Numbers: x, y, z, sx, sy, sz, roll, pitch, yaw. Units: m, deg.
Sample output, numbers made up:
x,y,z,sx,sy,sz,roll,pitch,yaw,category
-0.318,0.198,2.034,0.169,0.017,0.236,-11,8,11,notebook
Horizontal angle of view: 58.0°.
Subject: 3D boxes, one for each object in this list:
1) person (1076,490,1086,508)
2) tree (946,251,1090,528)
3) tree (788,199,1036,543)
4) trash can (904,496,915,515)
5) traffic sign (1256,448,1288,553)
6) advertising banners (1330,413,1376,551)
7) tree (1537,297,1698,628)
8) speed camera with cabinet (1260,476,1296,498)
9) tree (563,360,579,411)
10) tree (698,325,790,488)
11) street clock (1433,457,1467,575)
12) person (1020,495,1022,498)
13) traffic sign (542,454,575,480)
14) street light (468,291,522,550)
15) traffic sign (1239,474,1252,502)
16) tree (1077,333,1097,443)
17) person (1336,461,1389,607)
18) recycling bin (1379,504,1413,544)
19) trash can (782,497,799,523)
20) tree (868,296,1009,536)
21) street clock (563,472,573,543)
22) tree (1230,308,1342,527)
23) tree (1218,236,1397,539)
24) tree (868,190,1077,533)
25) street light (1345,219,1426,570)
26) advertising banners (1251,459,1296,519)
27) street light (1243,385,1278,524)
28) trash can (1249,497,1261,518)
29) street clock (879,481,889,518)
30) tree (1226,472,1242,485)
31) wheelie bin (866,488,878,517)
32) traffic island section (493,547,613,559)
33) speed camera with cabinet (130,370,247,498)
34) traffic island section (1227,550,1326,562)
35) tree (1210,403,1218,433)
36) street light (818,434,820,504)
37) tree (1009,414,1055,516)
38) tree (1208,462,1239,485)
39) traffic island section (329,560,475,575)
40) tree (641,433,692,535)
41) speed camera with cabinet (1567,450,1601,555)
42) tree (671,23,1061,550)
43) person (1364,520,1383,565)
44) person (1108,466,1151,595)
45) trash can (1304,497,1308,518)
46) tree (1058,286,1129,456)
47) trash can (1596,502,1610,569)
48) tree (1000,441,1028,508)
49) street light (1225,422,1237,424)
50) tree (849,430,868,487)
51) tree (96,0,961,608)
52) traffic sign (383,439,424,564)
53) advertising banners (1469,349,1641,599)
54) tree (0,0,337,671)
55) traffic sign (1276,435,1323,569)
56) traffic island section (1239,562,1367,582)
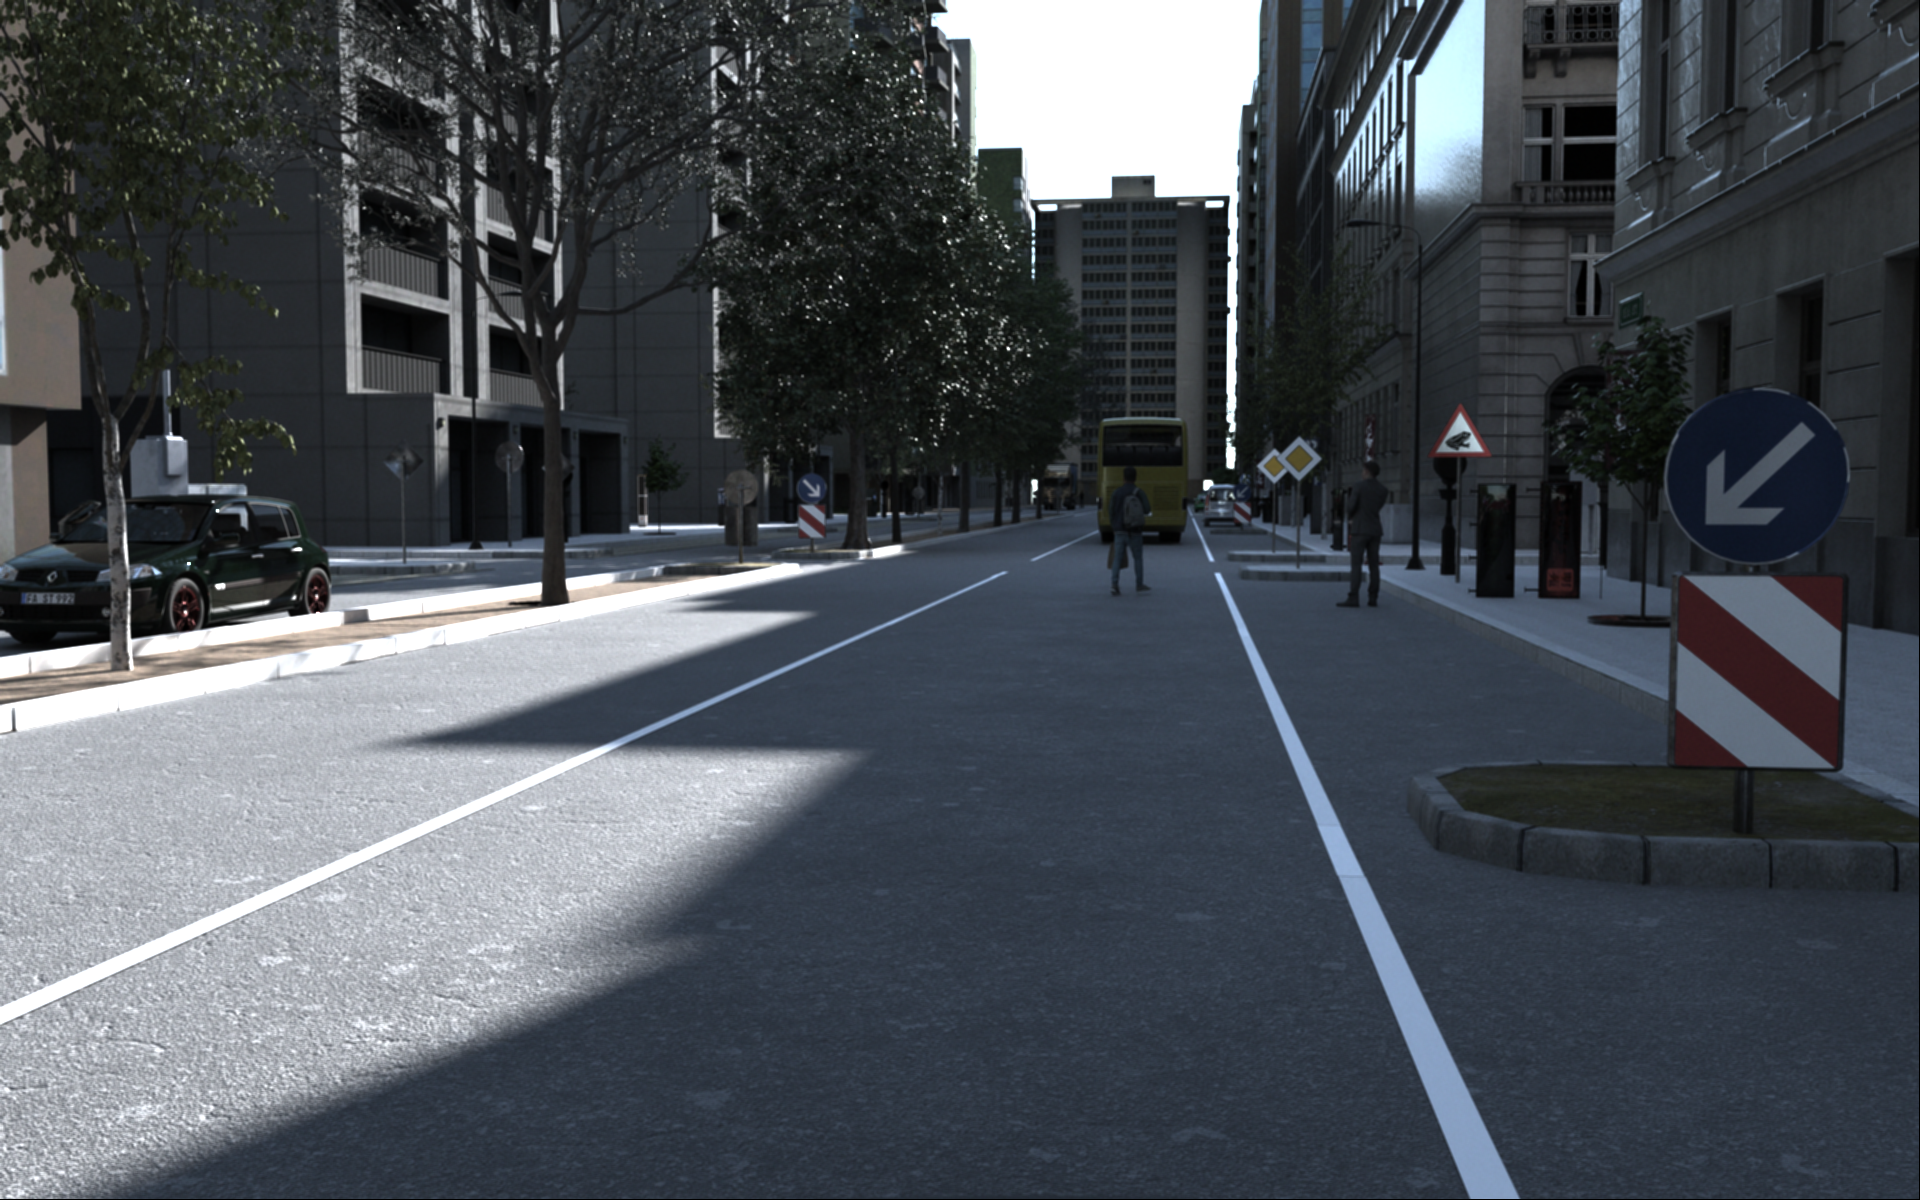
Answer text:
x,y,z,sx,sy,sz,roll,pitch,yaw,category
12.370,-10.215,175.531,1.348,1.822,0.705,2,4,30,person
1.700,-8.872,73.272,9.928,11.665,9.643,0,3,0,tree
-1.788,-6.977,50.938,8.767,10.594,7.601,0,4,7,tree
-3.016,-5.665,104.270,0.748,1.137,0.748,0,3,0,trash can
6.839,-2.084,37.716,0.795,2.450,0.064,0,4,7,traffic sign
8.745,-2.589,38.522,0.090,3.025,2.074,-1,4,-13,advertising banners
6.868,-1.379,17.143,1.663,3.219,1.824,0,3,0,tree
16.697,-5.906,90.895,0.660,3.252,2.038,-3,5,-39,speed camera with cabinet
-18.249,-7.510,73.151,4.360,8.622,3.978,0,3,0,tree
-8.421,-7.283,69.434,4.360,8.622,3.978,0,3,0,tree
7.756,-1.400,27.463,0.471,2.002,0.358,0,4,-3,street clock
4.990,-8.254,144.930,0.593,1.643,0.415,3,5,41,person
-9.221,-2.211,39.789,0.795,2.450,0.064,0,4,7,traffic sign
-10.649,-4.113,39.789,1.470,5.913,1.316,0,4,7,street light
17.888,-6.635,108.591,0.768,2.556,0.104,1,4,10,traffic sign
2.583,-9.872,81.992,7.486,12.596,7.792,0,3,0,tree
5.125,-0.845,22.128,0.655,1.846,0.447,-2,4,-24,person
11.208,-1.957,44.551,0.722,1.027,0.722,-1,4,-19,recycling bin
-7.462,-3.951,76.246,0.748,1.137,0.748,0,3,0,trash can
-0.653,-6.441,58.128,4.360,8.622,3.978,0,3,0,tree
-10.448,-2.515,45.687,0.471,2.002,0.358,-1,4,-14,street clock
12.731,-7.146,67.192,4.360,8.622,3.978,0,3,0,tree
10.103,-6.032,48.984,4.737,8.622,4.395,0,3,0,tree
0.087,-8.774,64.044,7.486,12.596,7.792,0,3,0,tree
7.218,-3.477,29.388,1.470,5.913,1.316,0,4,7,street light
15.691,-5.515,86.350,2.074,3.025,0.090,1,4,23,advertising banners
12.913,-6.177,73.534,1.470,5.913,1.316,0,4,7,street light
16.146,-5.084,94.779,0.748,1.137,0.748,0,3,0,trash can
-4.085,-5.429,93.330,0.471,2.002,0.358,-2,4,-33,street clock
21.773,-8.658,136.153,1.663,3.219,1.824,0,3,0,tree
-4.982,-5.404,96.261,0.980,1.594,0.693,2,4,29,wheelie bin
-9.246,-1.075,39.854,2.009,0.180,2.903,0,4,7,traffic island section
-12.608,-2.081,28.358,0.660,3.252,2.038,1,4,17,speed camera with cabinet
6.864,-0.949,37.790,2.009,0.180,2.903,0,4,7,traffic island section
16.338,-8.968,96.985,4.737,8.622,4.395,0,3,0,tree
-5.803,-6.419,77.484,1.470,5.913,1.316,0,4,7,street light
3.050,-8.352,89.370,4.360,8.622,3.978,0,3,0,tree
28.791,-12.517,188.358,4.285,4.588,4.351,0,3,0,tree
-10.262,-0.590,31.934,2.009,0.180,2.903,0,4,7,traffic island section
-9.529,-3.672,54.637,1.663,3.219,1.824,0,3,0,tree
13.419,-2.623,37.216,0.660,3.252,2.038,1,4,22,speed camera with cabinet
-2.502,-7.507,42.204,9.611,12.733,9.660,0,3,0,tree
8.139,-1.578,34.315,0.388,1.821,0.555,3,4,38,person
2.354,-0.984,24.577,0.794,1.824,0.713,3,5,41,person
18.256,-4.956,92.680,0.748,1.137,0.748,0,3,0,trash can
4.465,-11.287,97.377,12.009,13.543,11.850,0,3,0,tree
11.257,-1.098,29.601,0.748,1.137,0.748,0,3,0,trash can
4.806,-13.007,163.023,4.737,8.622,4.395,0,3,0,tree
17.779,-8.513,111.722,1.470,5.913,1.316,0,4,7,street light
-4.581,-9.192,100.650,4.360,8.622,3.978,0,3,0,tree
-5.187,-6.657,21.676,12.009,13.543,11.850,0,3,0,tree
-10.237,-1.726,31.869,0.795,2.450,0.064,0,4,7,traffic sign
7.335,-1.530,21.209,2.074,3.025,0.090,1,4,14,advertising banners
-6.767,-3.711,13.501,4.737,8.622,4.395,0,3,0,tree
5.823,-1.600,29.796,0.795,2.450,0.064,0,4,7,traffic sign
5.848,-0.464,29.870,2.009,0.180,2.903,0,4,7,traffic island section
